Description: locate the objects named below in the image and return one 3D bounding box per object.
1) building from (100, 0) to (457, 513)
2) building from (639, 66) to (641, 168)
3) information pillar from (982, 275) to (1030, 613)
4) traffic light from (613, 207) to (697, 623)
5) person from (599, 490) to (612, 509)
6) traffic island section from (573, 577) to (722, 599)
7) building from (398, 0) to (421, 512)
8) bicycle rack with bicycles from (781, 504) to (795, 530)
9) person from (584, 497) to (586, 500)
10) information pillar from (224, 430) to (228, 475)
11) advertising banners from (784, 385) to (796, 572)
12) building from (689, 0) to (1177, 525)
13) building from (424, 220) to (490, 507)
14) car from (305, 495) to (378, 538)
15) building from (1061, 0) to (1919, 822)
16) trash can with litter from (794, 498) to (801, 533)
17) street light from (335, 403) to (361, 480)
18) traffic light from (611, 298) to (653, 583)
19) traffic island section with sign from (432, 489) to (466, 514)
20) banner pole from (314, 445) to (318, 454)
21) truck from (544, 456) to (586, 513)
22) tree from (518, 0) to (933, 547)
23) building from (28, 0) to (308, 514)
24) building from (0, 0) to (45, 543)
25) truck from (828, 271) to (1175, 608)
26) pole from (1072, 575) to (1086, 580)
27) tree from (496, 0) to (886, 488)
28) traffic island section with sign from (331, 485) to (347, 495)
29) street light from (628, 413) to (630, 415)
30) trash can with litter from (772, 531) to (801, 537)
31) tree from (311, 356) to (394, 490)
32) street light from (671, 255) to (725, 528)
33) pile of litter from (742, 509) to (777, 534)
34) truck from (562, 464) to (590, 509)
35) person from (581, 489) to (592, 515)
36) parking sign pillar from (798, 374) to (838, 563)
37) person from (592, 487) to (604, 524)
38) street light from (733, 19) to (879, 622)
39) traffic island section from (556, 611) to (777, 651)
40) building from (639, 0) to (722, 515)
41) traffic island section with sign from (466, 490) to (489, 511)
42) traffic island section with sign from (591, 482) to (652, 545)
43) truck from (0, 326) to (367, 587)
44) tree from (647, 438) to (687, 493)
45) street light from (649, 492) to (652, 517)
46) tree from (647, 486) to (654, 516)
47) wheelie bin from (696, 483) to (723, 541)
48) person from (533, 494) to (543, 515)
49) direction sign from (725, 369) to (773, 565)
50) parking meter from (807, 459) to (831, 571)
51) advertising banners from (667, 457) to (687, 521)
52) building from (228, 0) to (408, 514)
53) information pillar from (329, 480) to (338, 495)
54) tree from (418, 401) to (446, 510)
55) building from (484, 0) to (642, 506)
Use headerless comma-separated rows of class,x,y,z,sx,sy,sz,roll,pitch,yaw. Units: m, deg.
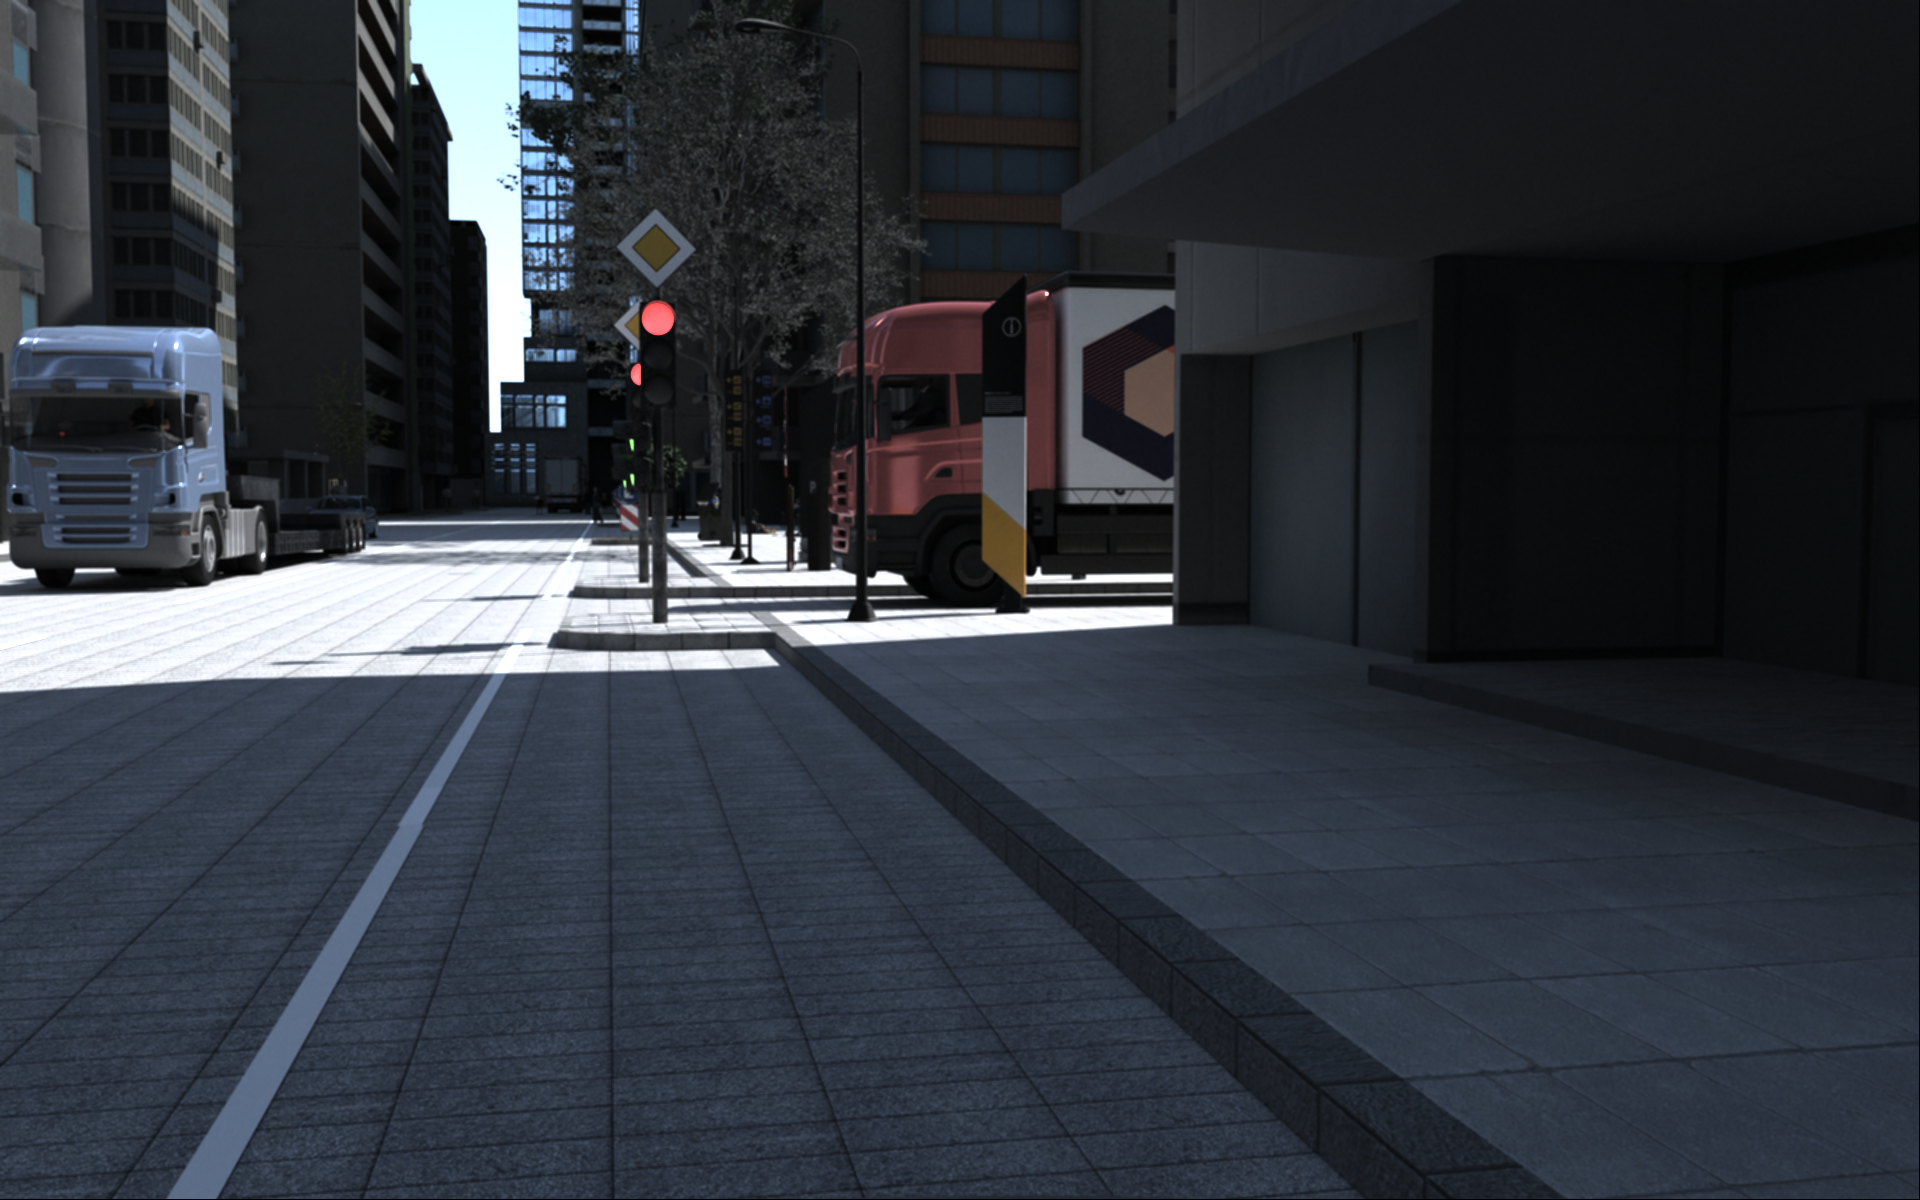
building,-57.452,-28.181,152.633,23.993,40.220,32.217,-1,4,-11
building,-15.343,-36.628,140.868,21.231,58.520,28.212,-1,4,-11
information pillar,0.491,-1.669,18.648,0.504,3.616,0.183,1,4,13
traffic light,-3.006,-1.726,17.140,0.839,4.253,0.868,-1,4,-11
person,-31.996,-9.018,156.041,1.348,1.812,0.705,1,4,12
traffic island section,-4.554,-0.172,25.088,2.009,0.180,2.903,-1,4,-11
building,-46.624,-26.856,122.697,14.154,41.232,14.086,-1,4,-11
bicycle rack with bicycles,-5.475,-3.061,63.434,2.852,0.926,2.925,-1,4,-8
person,-33.212,-8.910,154.180,0.705,1.824,1.348,-2,4,-29
information pillar,-25.370,-4.185,59.782,0.183,3.616,0.504,0,4,-6
advertising banners,-2.848,-1.997,28.837,0.090,3.025,2.074,0,4,-2
building,-1.138,-26.054,80.606,22.147,44.769,28.867,-1,4,-11
building,-57.346,-25.166,183.158,14.107,30.474,14.160,-1,4,-11
car,-19.642,-2.631,55.025,2.014,1.417,4.499,-1,4,-10
building,15.379,-25.470,5.666,28.713,52.752,27.495,-1,4,-11
trash can with litter,-5.015,-2.778,56.805,0.624,1.170,1.055,2,4,23
street light,-31.339,-7.104,88.696,1.470,5.913,1.316,-1,4,-11
traffic light,-4.595,-2.205,24.966,0.839,4.253,0.868,-1,4,-11
traffic island section with sign,-36.435,-7.006,123.175,1.989,1.847,2.006,-1,4,-11
banner pole,-32.629,-5.981,87.814,0.401,3.779,0.863,-1,4,-8
truck,-30.621,-8.899,134.407,2.839,4.237,11.283,-1,4,-10
tree,-5.604,-8.056,42.091,12.009,13.543,11.850,0,3,0
building,-42.985,-23.004,67.993,32.217,40.220,23.993,-1,4,-11
building,-33.131,-25.335,33.844,23.786,49.044,30.456,-1,4,-11
truck,3.266,-2.112,23.443,11.283,4.237,2.839,-1,4,-13
pole,1.786,-1.961,25.907,0.158,3.312,0.155,0,3,0
tree,-8.931,-12.327,57.434,12.611,20.169,13.585,0,3,0
traffic island section with sign,-26.354,-3.969,73.521,1.989,1.847,2.006,-1,4,-11
street light,-18.198,-7.728,98.890,1.470,5.913,1.316,-1,4,-11
trash can with litter,-4.735,-2.535,52.510,2.233,1.210,1.678,3,5,41
tree,-33.094,-8.761,93.600,4.737,8.622,4.395,0,3,0
street light,-4.876,-3.736,33.623,1.470,5.913,1.316,-1,4,-11
pile of litter,-6.528,-2.589,56.291,1.176,0.858,1.719,0,4,-3
truck,-36.727,-10.731,164.360,2.839,4.237,11.283,-1,4,-11
person,-26.088,-6.913,121.543,0.705,1.822,1.348,3,4,37
parking sign pillar,-2.373,-2.721,32.956,1.447,3.967,1.447,0,4,0
person,-17.537,-4.568,83.613,0.576,1.772,0.534,2,4,35
street light,-1.524,-2.733,17.226,1.470,5.913,1.316,-1,4,-11
traffic island section,-2.965,0.307,17.262,2.009,0.180,2.903,-1,4,-11
building,-10.472,-30.145,116.568,21.300,48.544,21.600,-1,4,-11
traffic island section with sign,-41.792,-8.622,149.595,1.989,1.847,2.006,-1,4,-11
traffic island section with sign,-9.496,-2.492,49.374,1.989,1.847,2.006,-1,4,-11
truck,-14.213,-2.684,33.637,2.967,4.110,18.799,-1,4,-11
tree,-16.759,-6.865,95.954,4.285,4.588,4.351,0,3,0
street light,-11.489,-5.732,66.266,1.470,5.913,1.316,-1,4,-11
tree,-18.182,-6.552,101.730,1.663,3.219,1.824,0,3,0
wheelie bin,-6.838,-2.439,47.779,0.693,1.594,0.980,-3,5,-42
person,-29.422,-6.665,120.661,0.799,1.438,0.628,0,4,3
direction sign,-3.838,-2.418,31.538,0.876,3.537,0.379,0,4,6
parking meter,-2.365,-1.425,29.013,0.255,1.863,0.399,-3,4,-38
advertising banners,-13.545,-5.298,82.808,0.090,3.025,2.074,1,4,15
building,-45.882,-29.374,103.969,21.300,48.544,21.600,-1,4,-11
information pillar,-31.639,-5.077,87.502,0.304,2.012,0.304,1,4,22
tree,-42.524,-11.347,135.888,4.360,8.622,3.978,0,3,0
building,-36.208,-53.701,190.679,31.000,86.520,22.319,-1,4,-11
